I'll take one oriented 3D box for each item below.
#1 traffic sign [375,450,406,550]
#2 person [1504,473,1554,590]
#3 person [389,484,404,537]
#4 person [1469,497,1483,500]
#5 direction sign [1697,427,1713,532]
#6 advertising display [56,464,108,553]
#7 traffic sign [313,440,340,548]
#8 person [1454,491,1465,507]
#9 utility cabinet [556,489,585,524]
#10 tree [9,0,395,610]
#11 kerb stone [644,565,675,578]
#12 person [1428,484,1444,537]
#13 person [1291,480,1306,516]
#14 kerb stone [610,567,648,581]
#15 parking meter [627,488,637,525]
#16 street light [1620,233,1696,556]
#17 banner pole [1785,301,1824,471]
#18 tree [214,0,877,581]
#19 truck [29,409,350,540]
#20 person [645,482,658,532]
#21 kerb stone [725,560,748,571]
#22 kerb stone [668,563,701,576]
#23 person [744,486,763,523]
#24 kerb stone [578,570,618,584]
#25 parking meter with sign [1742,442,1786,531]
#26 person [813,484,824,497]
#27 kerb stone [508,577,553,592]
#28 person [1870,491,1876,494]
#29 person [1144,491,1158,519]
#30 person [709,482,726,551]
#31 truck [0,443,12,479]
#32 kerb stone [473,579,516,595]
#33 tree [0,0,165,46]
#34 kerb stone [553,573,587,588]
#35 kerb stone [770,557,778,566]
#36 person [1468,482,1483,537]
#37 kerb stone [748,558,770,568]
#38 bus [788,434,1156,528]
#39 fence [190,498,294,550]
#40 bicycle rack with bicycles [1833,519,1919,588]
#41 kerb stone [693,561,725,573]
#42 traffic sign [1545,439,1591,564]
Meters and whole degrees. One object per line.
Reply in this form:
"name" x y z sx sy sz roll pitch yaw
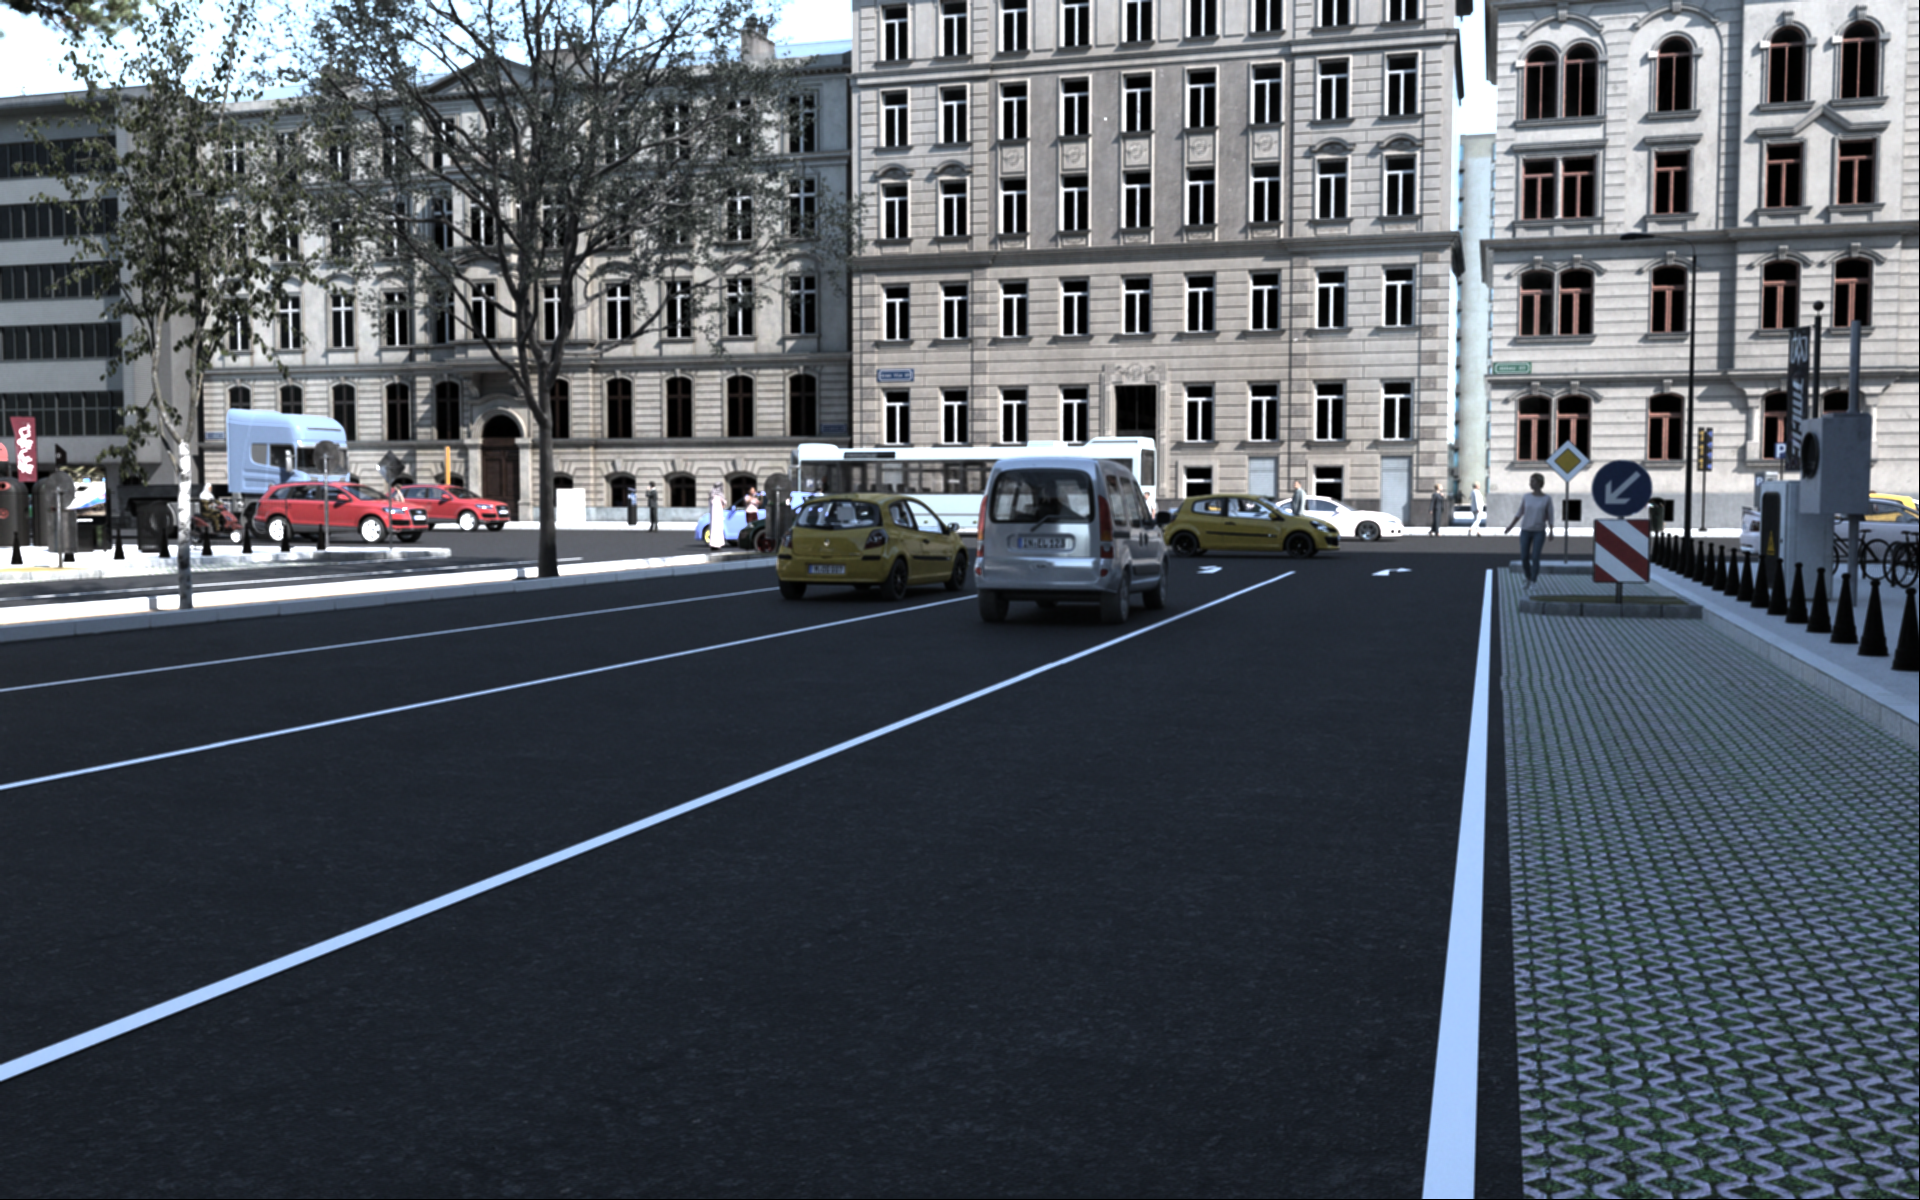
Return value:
"traffic sign" -12.941 -2.184 39.348 0.795 2.450 0.064 1 4 17
"person" 8.496 -1.019 25.832 0.731 1.740 0.598 2 4 25
"person" -19.016 -3.032 58.419 0.374 1.781 0.599 -3 5 -45
"person" 42.193 -8.102 141.685 1.217 1.736 0.721 -1 4 -9
"direction sign" 25.389 -4.103 59.083 0.876 3.537 0.379 -3 4 -37
"advertising display" -19.146 -1.993 37.796 0.974 1.923 0.123 -2 4 -35
"traffic sign" -15.010 -2.502 41.009 0.768 2.556 0.104 1 4 19
"person" 53.677 -10.855 185.989 1.348 1.824 0.705 2 4 32
"utility cabinet" -16.525 -3.964 73.497 1.173 1.500 0.318 -1 4 -23
"tree" -9.069 -4.133 20.392 4.360 8.622 3.978 0 3 0
"kerb stone" -5.240 -0.465 29.855 0.120 0.150 1.000 1 4 17
"person" 15.968 -3.010 58.140 0.534 1.772 0.576 1 4 20
"person" 8.904 -2.266 45.649 0.391 1.810 0.635 -1 4 -19
"kerb stone" -5.534 -0.408 28.872 0.120 0.150 1.000 1 4 17
"parking meter" -13.424 -3.823 70.911 0.372 1.533 0.369 0 3 0
"street light" 12.411 -3.563 30.794 1.470 5.913 1.316 1 4 17
"banner pole" 11.090 -2.003 22.768 0.401 3.779 0.863 0 4 -7
"tree" -6.851 -7.057 28.213 12.009 13.543 11.850 0 3 0
"truck" -28.102 -4.130 57.281 18.799 4.110 2.967 1 4 18
"person" -11.578 -3.495 64.999 0.474 1.900 0.648 -1 4 -13
"kerb stone" -4.320 -0.647 32.805 0.120 0.150 1.000 1 4 17
"kerb stone" -4.924 -0.525 30.832 0.120 0.150 1.000 1 4 17
"person" -5.371 -2.149 45.095 0.517 1.644 0.566 0 4 -1
"kerb stone" -5.838 -0.348 27.887 0.120 0.150 1.000 1 4 17
"parking meter with sign" 27.085 -3.792 58.268 1.738 3.016 0.543 -2 4 -28
"person" -4.310 -2.658 52.674 0.376 1.734 0.841 -3 4 -37
"kerb stone" -6.438 -0.227 25.923 0.120 0.150 1.000 1 4 17
"person" 25.580 -2.308 48.708 0.523 1.526 0.387 -2 4 -26
"person" 5.372 -2.325 49.112 0.503 1.515 0.523 0 4 5
"person" -6.131 -2.117 43.776 0.551 1.740 0.621 2 4 29
"truck" -46.791 -5.375 76.803 11.283 4.237 2.839 1 4 18
"kerb stone" -6.751 -0.168 24.937 0.120 0.150 1.000 1 4 17
"tree" -11.211 -6.394 14.426 7.806 13.903 7.818 0 3 0
"kerb stone" -6.141 -0.288 26.906 0.120 0.150 1.000 1 4 17
"kerb stone" -3.712 -0.769 34.774 0.120 0.150 1.000 1 4 17
"person" 17.247 -3.037 58.039 0.818 1.842 0.514 -2 4 -31
"kerb stone" -4.013 -0.709 33.787 0.120 0.150 1.000 1 4 17
"bus" -0.124 -3.913 58.843 13.247 3.499 2.948 1 4 18
"fence" -16.727 -1.780 40.300 2.264 1.192 0.480 -3 5 -41
"bicycle rack with bicycles" 13.502 -0.712 25.023 2.925 0.926 2.852 -2 4 -24
"kerb stone" -4.624 -0.583 31.825 0.120 0.150 1.000 1 4 17
"traffic sign" 11.179 -1.729 31.914 0.795 2.450 0.064 1 4 17
